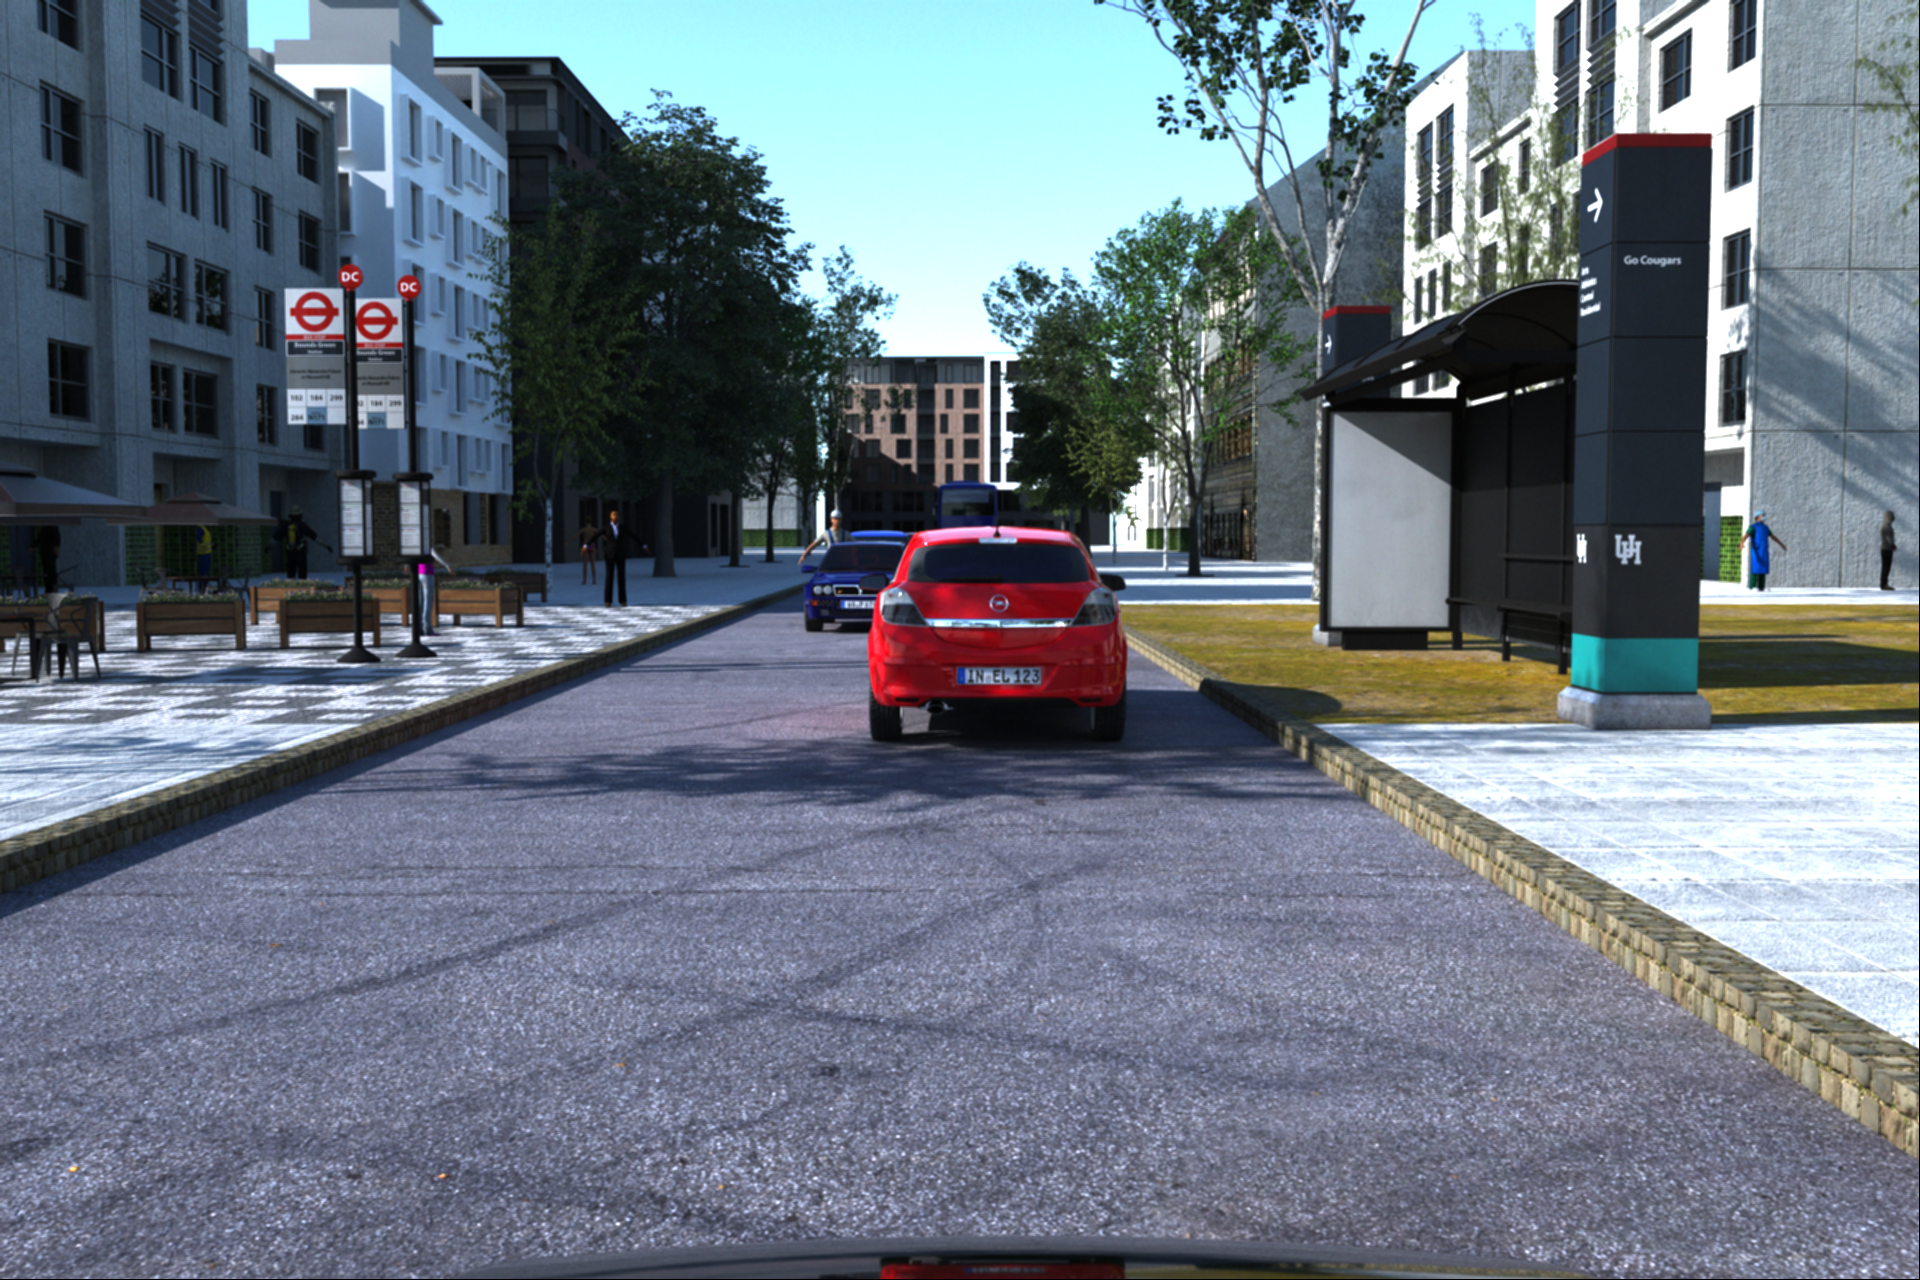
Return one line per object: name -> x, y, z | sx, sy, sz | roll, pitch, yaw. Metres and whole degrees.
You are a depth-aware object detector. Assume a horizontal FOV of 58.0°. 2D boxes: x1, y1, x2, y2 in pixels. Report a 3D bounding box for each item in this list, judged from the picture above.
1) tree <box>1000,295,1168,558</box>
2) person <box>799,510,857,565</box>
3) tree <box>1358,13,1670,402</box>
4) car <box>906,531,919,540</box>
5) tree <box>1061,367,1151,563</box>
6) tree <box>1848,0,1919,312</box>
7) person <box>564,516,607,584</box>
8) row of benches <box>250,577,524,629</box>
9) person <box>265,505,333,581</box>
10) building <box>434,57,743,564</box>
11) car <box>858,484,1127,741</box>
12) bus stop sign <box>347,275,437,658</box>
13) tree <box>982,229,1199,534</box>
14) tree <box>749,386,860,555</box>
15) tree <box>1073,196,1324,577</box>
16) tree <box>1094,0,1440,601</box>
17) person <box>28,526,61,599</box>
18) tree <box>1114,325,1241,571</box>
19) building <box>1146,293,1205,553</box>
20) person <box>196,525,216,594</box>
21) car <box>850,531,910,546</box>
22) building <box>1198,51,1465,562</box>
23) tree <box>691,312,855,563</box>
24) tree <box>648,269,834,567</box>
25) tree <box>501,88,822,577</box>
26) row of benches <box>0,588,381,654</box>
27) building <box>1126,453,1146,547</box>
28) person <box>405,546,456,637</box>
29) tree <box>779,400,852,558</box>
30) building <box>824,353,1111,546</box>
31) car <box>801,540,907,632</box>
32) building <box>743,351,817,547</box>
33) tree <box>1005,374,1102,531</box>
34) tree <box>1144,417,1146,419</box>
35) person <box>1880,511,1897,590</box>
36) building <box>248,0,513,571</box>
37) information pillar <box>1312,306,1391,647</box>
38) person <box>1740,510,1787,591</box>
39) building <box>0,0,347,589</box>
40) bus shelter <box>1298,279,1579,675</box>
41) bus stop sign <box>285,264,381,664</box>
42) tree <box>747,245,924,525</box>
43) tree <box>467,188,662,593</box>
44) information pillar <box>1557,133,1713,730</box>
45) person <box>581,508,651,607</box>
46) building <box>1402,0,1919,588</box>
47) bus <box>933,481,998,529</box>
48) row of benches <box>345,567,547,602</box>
tree -> 6.691, -11.335, 91.977 | 9.857, 13.997, 8.962 | 0, 3, 0
person -> -2.110, -1.306, 29.660 | 1.347, 1.847, 0.705 | -1, 4, -15
tree -> 8.381, -4.530, 24.431 | 4.360, 8.622, 3.978 | 0, 3, 0
car -> -1.292, -2.689, 53.013 | 2.155, 1.783, 4.494 | 0, 4, 0
tree -> 6.646, -7.648, 75.410 | 4.737, 8.622, 4.395 | 0, 3, 0
tree -> 10.721, -4.113, 17.617 | 4.360, 8.622, 3.978 | 0, 3, 0
person -> -9.507, -2.291, 44.260 | 1.217, 1.733, 0.721 | -2, 4, -27
row of benches -> -8.124, -0.539, 24.269 | 4.104, 0.672, 1.422 | 1, 4, 15
person -> -13.286, -1.770, 34.722 | 1.354, 1.856, 0.705 | 0, 4, 0
building -> -27.545, -15.104, 90.920 | 27.936, 21.610, 32.646 | 0, 4, 1
car -> 0.258, -0.272, 13.486 | 2.155, 1.783, 4.494 | 0, 3, 0
bus stop sign -> -5.894, -1.789, 17.959 | 0.855, 3.939, 0.416 | 0, 4, 1
tree -> 8.280, -15.349, 106.839 | 12.611, 20.169, 13.585 | 0, 3, 0
tree -> -9.438, -10.355, 103.710 | 7.601, 10.594, 8.767 | 0, 4, 2
tree -> 7.216, -7.743, 52.353 | 9.928, 11.665, 9.643 | 0, 3, 0
tree -> 5.784, -10.866, 33.544 | 12.611, 20.169, 13.585 | 0, 3, 0
person -> -17.950, -1.702, 34.058 | 1.346, 1.802, 0.704 | 3, 5, 42
tree -> 7.018, -6.748, 60.687 | 4.360, 8.622, 3.978 | 0, 3, 0
building -> 24.369, -16.334, 133.512 | 16.747, 18.905, 31.486 | 0, 4, 0
person -> -15.789, -1.828, 36.359 | 0.721, 1.772, 1.216 | -1, 4, -13
car -> -1.576, -1.438, 33.107 | 1.945, 1.707, 3.694 | 0, 4, 0
building -> 22.863, -15.741, 88.294 | 19.493, 23.208, 18.063 | 0, 4, 0
tree -> -8.417, -9.301, 77.822 | 9.928, 11.665, 9.643 | 0, 3, 0
tree -> -8.642, -8.658, 67.319 | 9.928, 11.665, 9.643 | 0, 3, 0
tree -> -8.849, -8.866, 51.619 | 9.857, 13.997, 8.962 | 0, 3, 0
row of benches -> -8.390, -0.225, 19.140 | 4.104, 0.672, 1.422 | -1, 4, -19
building -> 21.667, -13.702, 166.173 | 9.099, 9.664, 28.070 | 0, 3, 0
person -> -6.674, -0.764, 21.752 | 0.991, 1.433, 0.599 | 3, 4, 37
tree -> -8.084, -8.750, 93.428 | 4.737, 8.622, 4.395 | 0, 3, 0
building -> 1.268, -22.110, 207.933 | 32.646, 21.610, 27.936 | 0, 4, 3
car -> -1.423, -0.861, 26.665 | 1.945, 1.354, 3.894 | 0, 3, 0
building -> -24.474, -19.297, 181.960 | 16.747, 18.905, 31.486 | 0, 4, -1
tree -> 7.006, -12.264, 118.648 | 7.486, 12.596, 7.792 | 0, 3, 0
tree -> 25.026, -21.313, 204.359 | 12.611, 20.169, 13.585 | 0, 3, 0
person -> 21.283, -2.053, 39.694 | 0.705, 1.813, 1.348 | 2, 4, 24
building -> -24.152, -12.508, 60.920 | 16.016, 20.090, 11.380 | 0, 4, 1
information pillar -> 4.556, -1.874, 20.014 | 0.750, 3.857, 0.750 | 0, 4, -2
person -> 17.975, -2.004, 38.887 | 1.347, 1.817, 0.704 | -1, 4, -22
building -> -28.899, -10.736, 41.990 | 16.747, 18.905, 31.486 | 0, 4, 0
bus shelter -> 4.769, -1.383, 16.543 | 2.014, 3.302, 5.546 | 0, 3, 0
bus stop sign -> -6.243, -1.745, 17.233 | 0.855, 3.939, 0.416 | 0, 4, -1
tree -> -8.887, -15.915, 116.107 | 12.611, 20.169, 13.585 | 0, 3, 0
tree -> -8.916, -5.360, 37.990 | 4.737, 8.622, 4.395 | 0, 3, 0
information pillar -> 4.537, -1.358, 11.582 | 0.750, 3.857, 0.750 | 0, 4, 0
person -> -6.072, -1.457, 30.550 | 1.216, 1.740, 0.721 | -1, 4, -19
building -> 26.947, -11.619, 56.435 | 16.747, 18.905, 31.486 | 0, 4, -1
bus -> 0.223, -5.364, 79.247 | 2.896, 3.916, 12.251 | 0, 4, -1
row of benches -> -9.220, -0.956, 31.086 | 1.422, 0.672, 4.104 | 3, 4, 36
